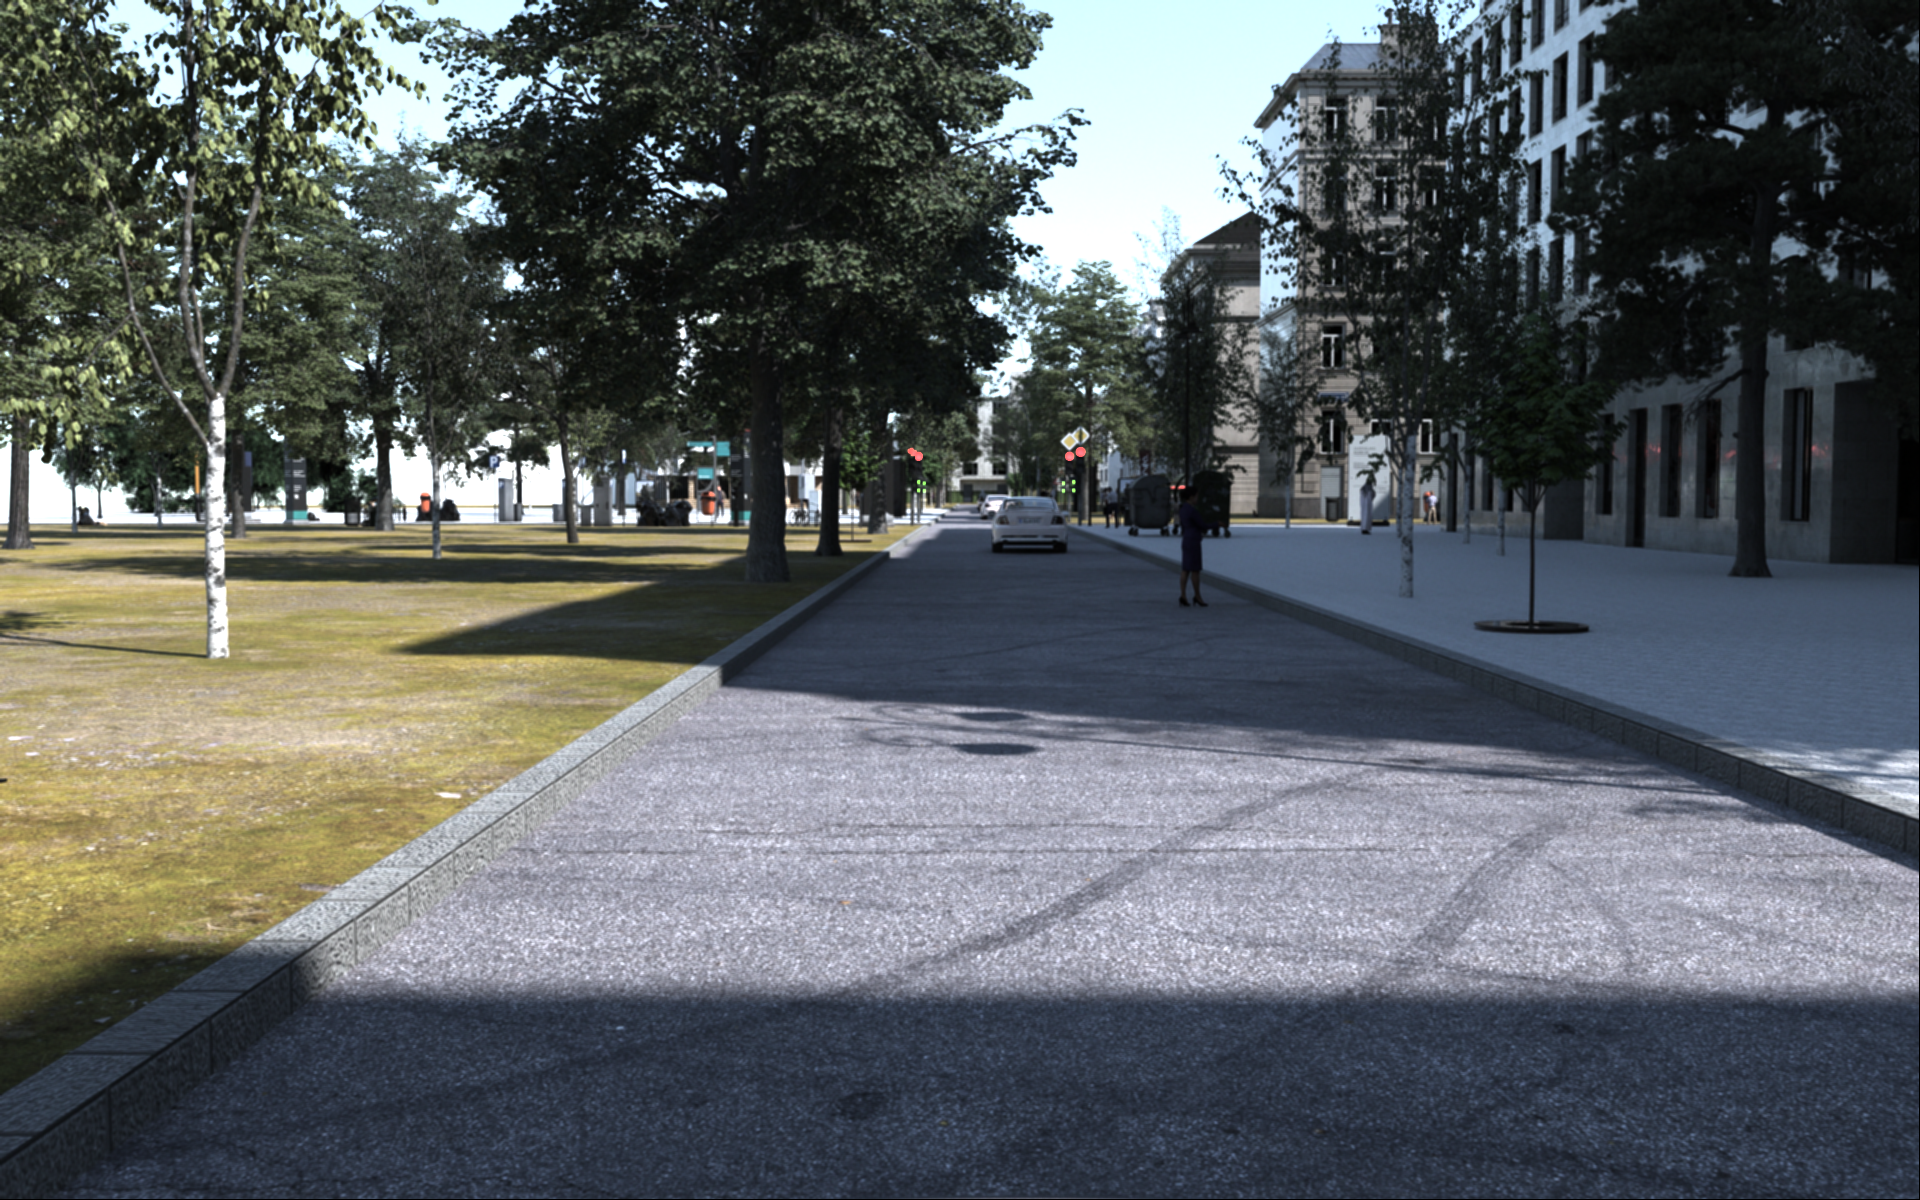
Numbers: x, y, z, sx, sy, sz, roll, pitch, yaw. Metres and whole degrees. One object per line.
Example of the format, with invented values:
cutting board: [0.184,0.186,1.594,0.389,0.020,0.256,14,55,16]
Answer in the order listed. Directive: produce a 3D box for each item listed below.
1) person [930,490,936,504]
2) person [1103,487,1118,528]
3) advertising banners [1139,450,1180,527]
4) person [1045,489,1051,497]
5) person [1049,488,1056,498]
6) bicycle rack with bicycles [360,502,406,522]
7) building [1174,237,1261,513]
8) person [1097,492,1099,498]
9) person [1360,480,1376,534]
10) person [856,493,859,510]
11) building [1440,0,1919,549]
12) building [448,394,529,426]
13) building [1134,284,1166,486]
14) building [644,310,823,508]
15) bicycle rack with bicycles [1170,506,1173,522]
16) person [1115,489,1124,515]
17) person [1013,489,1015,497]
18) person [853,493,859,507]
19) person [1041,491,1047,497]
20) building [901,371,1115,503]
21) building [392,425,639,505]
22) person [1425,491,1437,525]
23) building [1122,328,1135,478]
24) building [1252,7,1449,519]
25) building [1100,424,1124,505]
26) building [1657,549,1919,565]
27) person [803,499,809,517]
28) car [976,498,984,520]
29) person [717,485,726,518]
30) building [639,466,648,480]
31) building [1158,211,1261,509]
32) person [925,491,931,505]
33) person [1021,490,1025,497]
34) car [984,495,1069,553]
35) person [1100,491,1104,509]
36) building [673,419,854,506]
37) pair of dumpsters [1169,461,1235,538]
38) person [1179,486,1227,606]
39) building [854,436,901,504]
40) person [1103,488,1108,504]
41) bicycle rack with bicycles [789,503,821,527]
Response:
person: [-3.106,-11.687,197.812,1.217,1.739,0.721,-1,4,-16]
person: [5.684,-3.491,65.334,0.614,1.554,0.590,-3,4,-36]
advertising banners: [8.005,-4.425,68.544,2.074,3.025,0.090,2,4,31]
person: [7.487,-8.688,148.888,0.445,1.727,0.742,2,4,28]
person: [7.986,-8.806,149.893,0.709,1.838,0.599,-3,5,-39]
bicycle rack with bicycles: [-26.848,-4.106,80.511,2.852,0.926,2.925,-1,4,-15]
building: [21.481,-15.853,123.826,10.561,19.102,19.286,0,4,0]
person: [12.667,-9.351,162.114,0.799,1.438,0.628,-2,4,-32]
person: [13.058,-2.983,55.476,0.551,1.740,0.621,2,4,27]
person: [-9.034,-9.121,156.639,0.415,1.643,0.593,1,4,21]
building: [21.623,-11.969,50.450,10.420,20.320,16.860,0,4,0]
building: [-70.990,-24.464,256.413,11.380,20.091,16.016,0,4,0]
building: [25.054,-18.662,161.547,16.016,20.091,11.380,0,4,0]
building: [-20.106,-18.531,159.398,16.016,20.091,11.380,0,4,0]
bicycle rack with bicycles: [10.566,-3.988,78.586,2.925,0.926,2.852,-1,4,-22]
person: [10.027,-6.214,108.446,0.445,1.727,0.742,2,4,30]
person: [6.207,-11.727,197.775,0.705,1.824,1.348,0,4,7]
person: [-10.544,-10.531,178.231,0.705,1.824,1.348,3,5,43]
person: [2.827,-2.842,57.340,0.453,1.535,0.546,1,4,18]
building: [7.357,-23.871,256.753,31.486,18.905,16.747,0,4,0]
building: [-54.962,-16.645,214.299,28.070,9.664,9.099,0,4,0]
person: [20.235,-3.904,74.393,0.516,1.574,0.319,0,4,-7]
building: [24.944,-19.381,173.300,16.016,20.091,11.380,0,4,0]
building: [29.253,-18.118,93.495,25.104,27.353,12.463,0,4,0]
building: [21.969,-16.068,204.866,9.099,9.664,28.070,0,4,0]
building: [21.217,-10.940,33.624,10.420,20.320,16.860,0,4,0]
person: [-8.539,-5.527,97.235,0.431,1.722,0.655,-3,5,-40]
car: [2.119,-5.179,97.032,2.083,1.381,4.827,0,4,-1]
person: [-13.210,-5.384,94.609,0.617,1.759,0.750,1,4,20]
building: [-51.006,-19.023,253.179,28.070,9.664,9.099,0,4,0]
building: [22.829,-19.228,143.259,11.050,23.489,19.941,0,4,0]
person: [-3.668,-11.941,200.913,1.348,1.869,0.705,-2,4,-30]
person: [7.905,-13.026,219.023,0.705,1.822,1.348,-1,4,-18]
car: [1.737,-1.919,43.739,2.083,1.381,4.827,0,4,2]
person: [11.902,-8.346,144.558,0.319,1.574,0.516,-1,4,-23]
building: [-20.544,-19.228,180.843,16.747,18.905,31.486,0,4,0]
pair of dumpsters: [7.311,-3.066,52.622,1.574,2.255,4.436,0,4,1]
person: [3.053,-0.688,22.127,0.546,1.535,0.453,-3,4,-37]
building: [-22.607,-18.995,252.715,28.070,9.664,9.099,0,4,0]
person: [9.502,-6.356,111.425,0.517,1.644,0.566,-1,4,-23]
bicycle rack with bicycles: [-6.591,-3.351,68.176,2.852,0.926,2.925,-1,4,-13]
